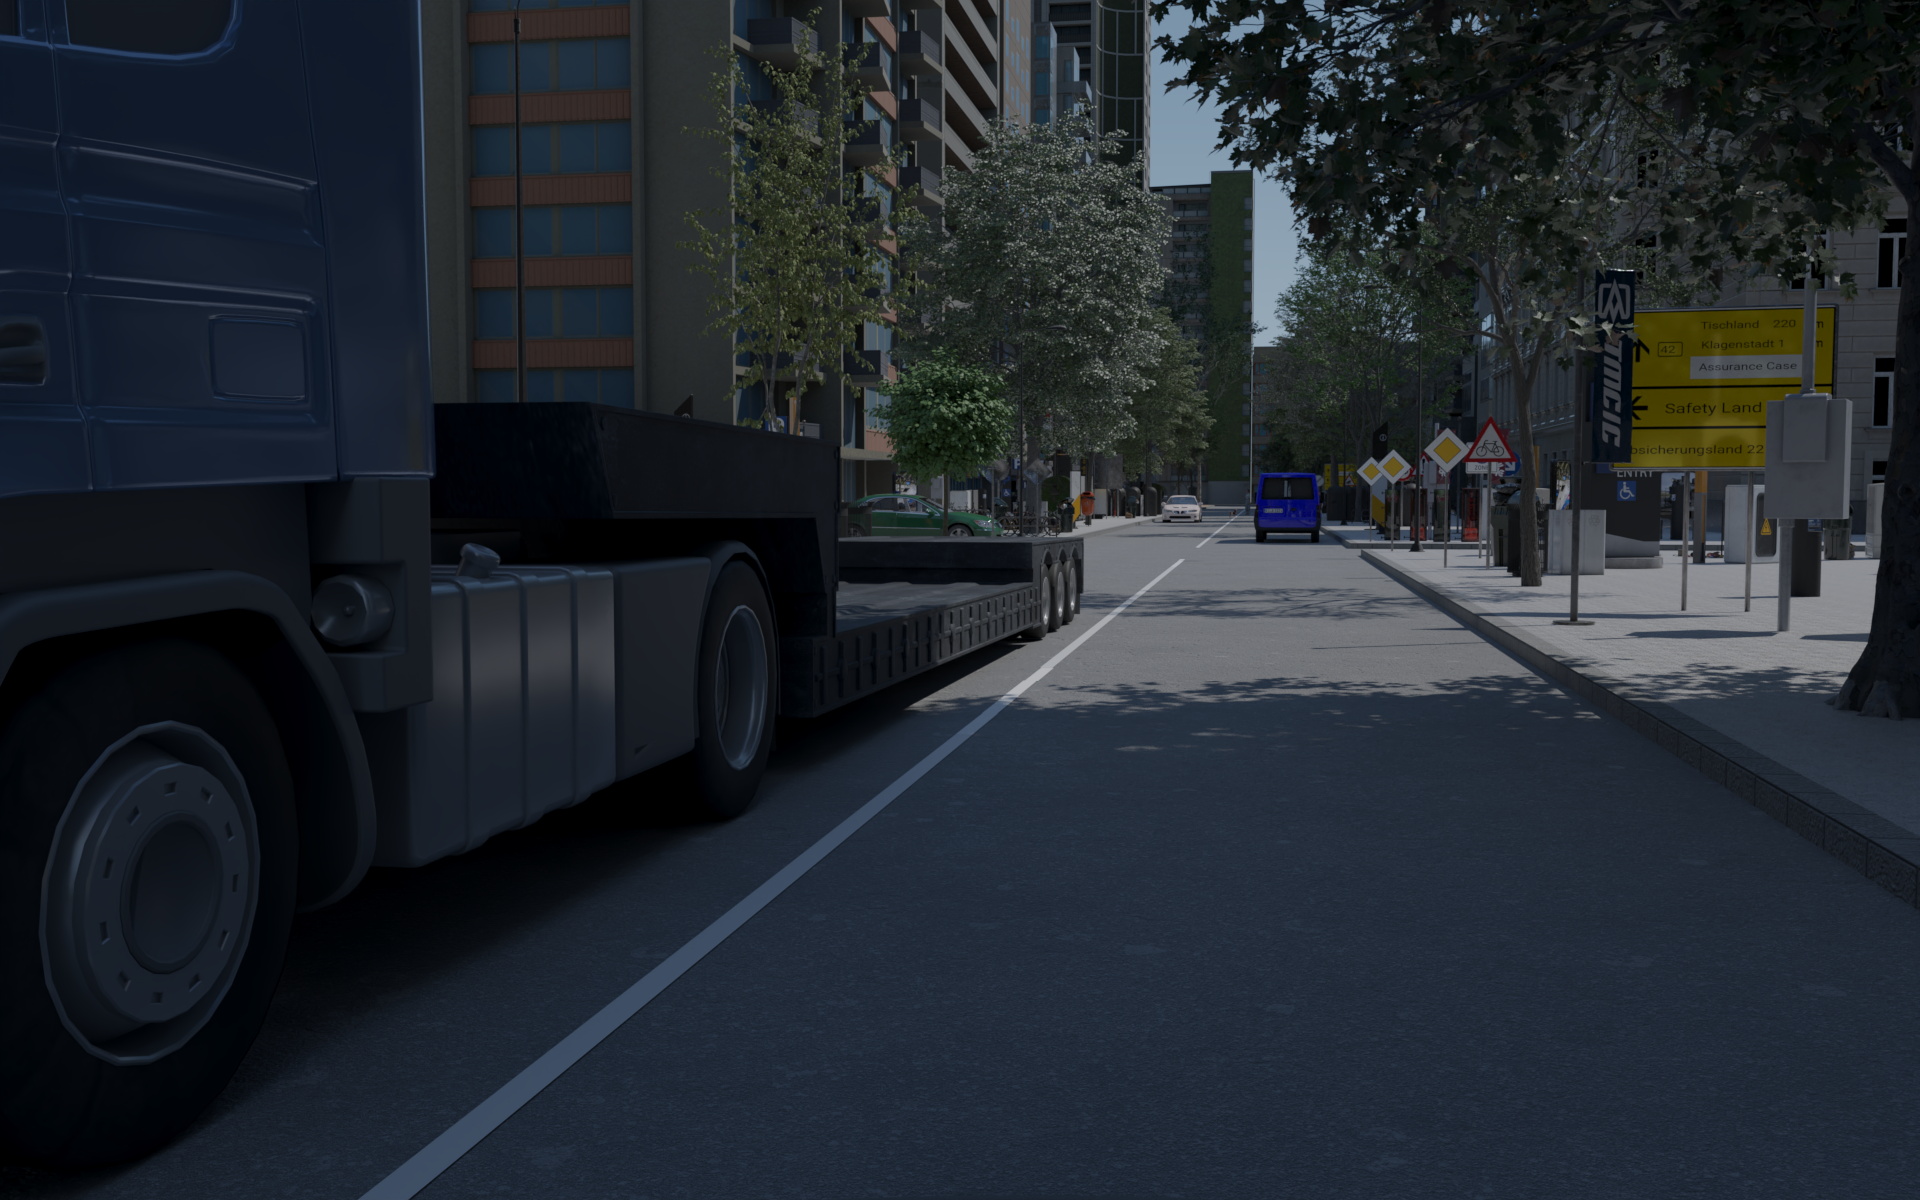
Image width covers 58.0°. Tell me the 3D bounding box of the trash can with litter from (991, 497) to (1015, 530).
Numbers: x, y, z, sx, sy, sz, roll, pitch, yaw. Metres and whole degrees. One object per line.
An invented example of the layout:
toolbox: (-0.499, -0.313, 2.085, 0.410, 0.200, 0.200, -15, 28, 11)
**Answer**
trash can with litter: (1.597, -3.071, 61.594, 1.055, 1.170, 0.624, 3, 5, 43)

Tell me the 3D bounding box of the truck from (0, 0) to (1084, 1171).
truck: (-1.547, -1.286, 10.781, 2.967, 4.110, 18.799, 1, 4, 11)

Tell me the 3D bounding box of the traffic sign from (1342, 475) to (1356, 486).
traffic sign: (25.402, -6.919, 113.125, 0.884, 2.594, 0.081, 1, 4, 14)

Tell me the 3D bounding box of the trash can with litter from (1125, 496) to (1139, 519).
trash can with litter: (8.964, -4.842, 90.546, 0.624, 1.170, 1.055, 1, 4, 16)

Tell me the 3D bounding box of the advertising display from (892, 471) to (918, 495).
advertising display: (-1.535, -2.635, 48.290, 0.123, 1.923, 0.974, 3, 4, 38)

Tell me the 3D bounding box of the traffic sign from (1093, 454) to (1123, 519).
traffic sign: (7.126, -5.751, 87.908, 2.265, 3.308, 0.079, 1, 4, 15)

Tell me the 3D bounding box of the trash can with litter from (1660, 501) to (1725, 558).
trash can with litter: (15.375, -1.477, 35.204, 2.233, 1.210, 1.678, 3, 4, 37)

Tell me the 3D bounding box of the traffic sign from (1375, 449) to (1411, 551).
traffic sign: (9.675, -2.146, 38.732, 0.795, 2.450, 0.064, 1, 4, 10)

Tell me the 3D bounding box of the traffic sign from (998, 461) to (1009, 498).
traffic sign: (1.421, -3.894, 63.779, 0.768, 2.556, 0.104, 1, 4, 16)

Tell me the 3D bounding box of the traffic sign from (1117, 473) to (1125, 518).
traffic sign: (8.564, -5.731, 93.810, 0.768, 2.556, 0.104, 1, 4, 14)

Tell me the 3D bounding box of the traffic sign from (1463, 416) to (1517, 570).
traffic sign: (8.878, -1.777, 29.062, 0.884, 2.594, 0.081, 1, 4, 10)

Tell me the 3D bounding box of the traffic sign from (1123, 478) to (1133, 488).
traffic sign: (10.939, -6.766, 112.753, 0.606, 2.300, 0.079, 1, 4, 11)

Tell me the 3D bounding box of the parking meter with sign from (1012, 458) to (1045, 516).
parking meter with sign: (3.513, -5.653, 88.693, 1.738, 3.016, 0.543, -3, 4, -37)

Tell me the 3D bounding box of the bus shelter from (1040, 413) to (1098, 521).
bus shelter: (5.034, -6.407, 82.386, 2.179, 5.291, 8.768, 1, 4, 10)

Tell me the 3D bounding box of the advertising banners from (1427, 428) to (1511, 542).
advertising banners: (13.607, -3.059, 46.195, 2.074, 3.025, 0.090, 0, 4, 3)

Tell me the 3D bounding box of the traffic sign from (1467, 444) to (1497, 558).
traffic sign: (10.358, -1.975, 34.420, 0.606, 2.300, 0.079, 1, 4, 11)

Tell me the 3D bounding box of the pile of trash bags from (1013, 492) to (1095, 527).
pile of trash bags: (3.661, -3.598, 68.586, 3.447, 1.369, 1.912, 1, 4, 15)

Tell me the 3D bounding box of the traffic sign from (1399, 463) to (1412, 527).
traffic sign: (17.283, -4.135, 67.711, 0.768, 2.556, 0.104, 1, 4, 14)

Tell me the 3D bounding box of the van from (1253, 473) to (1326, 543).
van: (9.992, -2.954, 52.681, 2.240, 2.365, 5.245, 1, 4, 11)

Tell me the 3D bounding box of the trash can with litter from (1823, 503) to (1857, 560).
trash can with litter: (17.152, -1.375, 33.869, 0.624, 1.170, 1.055, 3, 4, 37)

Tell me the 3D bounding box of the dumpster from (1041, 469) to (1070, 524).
dumpster: (3.731, -3.877, 65.877, 1.502, 2.255, 1.985, 1, 4, 10)

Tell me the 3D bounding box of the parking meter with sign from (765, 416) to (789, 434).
parking meter with sign: (-4.423, -2.561, 38.132, 0.543, 3.016, 1.738, 1, 4, 23)

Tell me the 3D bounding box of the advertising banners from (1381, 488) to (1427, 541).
advertising banners: (12.483, -3.119, 47.188, 2.074, 3.025, 0.090, 3, 4, 38)

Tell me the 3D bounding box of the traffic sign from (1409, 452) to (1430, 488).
traffic sign: (14.170, -3.240, 52.981, 0.884, 2.594, 0.081, 1, 4, 17)

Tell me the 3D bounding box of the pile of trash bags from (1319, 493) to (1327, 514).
pile of trash bags: (23.885, -6.414, 114.616, 1.912, 1.369, 3.447, 1, 4, 15)

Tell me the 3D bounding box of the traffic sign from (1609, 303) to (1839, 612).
traffic sign: (8.270, -1.528, 18.854, 2.265, 3.308, 0.079, 1, 4, 15)

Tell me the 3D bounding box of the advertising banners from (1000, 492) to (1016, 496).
advertising banners: (3.052, -7.663, 121.471, 2.074, 3.025, 0.090, 0, 4, -5)

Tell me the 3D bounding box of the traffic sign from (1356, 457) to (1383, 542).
traffic sign: (11.057, -2.627, 46.597, 0.795, 2.450, 0.064, 1, 4, 10)

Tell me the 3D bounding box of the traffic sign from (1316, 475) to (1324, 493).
traffic sign: (24.154, -7.140, 116.838, 0.768, 2.556, 0.104, 1, 4, 13)

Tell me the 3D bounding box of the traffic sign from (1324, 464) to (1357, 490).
traffic sign: (25.601, -7.488, 116.307, 2.265, 3.308, 0.079, 1, 4, 19)

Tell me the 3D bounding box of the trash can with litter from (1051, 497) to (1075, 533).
trash can with litter: (3.341, -2.820, 57.491, 0.624, 1.170, 1.055, -2, 4, -33)

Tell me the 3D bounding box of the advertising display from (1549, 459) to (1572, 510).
advertising display: (11.233, -1.664, 32.424, 0.123, 1.923, 0.974, 2, 4, 35)

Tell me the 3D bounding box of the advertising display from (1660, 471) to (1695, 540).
advertising display: (20.303, -2.677, 48.977, 0.974, 1.923, 0.123, 2, 4, 29)

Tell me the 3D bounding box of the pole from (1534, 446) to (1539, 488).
pole: (24.392, -4.862, 73.336, 0.158, 3.312, 0.155, 0, 3, 0)

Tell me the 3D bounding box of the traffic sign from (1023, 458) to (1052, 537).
traffic sign: (2.152, -2.724, 48.177, 0.795, 2.450, 0.064, 1, 4, 10)

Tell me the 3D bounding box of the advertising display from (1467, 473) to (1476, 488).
advertising display: (15.274, -2.849, 51.795, 0.123, 1.923, 0.974, 1, 4, 8)

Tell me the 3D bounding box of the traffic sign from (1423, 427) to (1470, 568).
traffic sign: (8.423, -1.762, 29.998, 0.795, 2.450, 0.064, 1, 4, 10)

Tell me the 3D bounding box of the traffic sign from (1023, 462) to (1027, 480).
traffic sign: (2.539, -3.870, 63.388, 0.768, 2.556, 0.104, 1, 4, 18)

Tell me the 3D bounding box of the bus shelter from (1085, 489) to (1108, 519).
bus shelter: (7.196, -5.931, 90.895, 2.014, 3.302, 5.546, 1, 4, 10)

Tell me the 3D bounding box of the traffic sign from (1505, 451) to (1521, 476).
traffic sign: (15.808, -3.056, 50.071, 0.768, 2.556, 0.104, 1, 4, 15)

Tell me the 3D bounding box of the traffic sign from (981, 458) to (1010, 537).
traffic sign: (0.770, -2.243, 40.312, 0.795, 2.450, 0.064, 1, 4, 10)

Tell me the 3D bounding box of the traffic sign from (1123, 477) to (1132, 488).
traffic sign: (10.672, -6.737, 111.340, 0.795, 2.450, 0.064, 1, 4, 13)
